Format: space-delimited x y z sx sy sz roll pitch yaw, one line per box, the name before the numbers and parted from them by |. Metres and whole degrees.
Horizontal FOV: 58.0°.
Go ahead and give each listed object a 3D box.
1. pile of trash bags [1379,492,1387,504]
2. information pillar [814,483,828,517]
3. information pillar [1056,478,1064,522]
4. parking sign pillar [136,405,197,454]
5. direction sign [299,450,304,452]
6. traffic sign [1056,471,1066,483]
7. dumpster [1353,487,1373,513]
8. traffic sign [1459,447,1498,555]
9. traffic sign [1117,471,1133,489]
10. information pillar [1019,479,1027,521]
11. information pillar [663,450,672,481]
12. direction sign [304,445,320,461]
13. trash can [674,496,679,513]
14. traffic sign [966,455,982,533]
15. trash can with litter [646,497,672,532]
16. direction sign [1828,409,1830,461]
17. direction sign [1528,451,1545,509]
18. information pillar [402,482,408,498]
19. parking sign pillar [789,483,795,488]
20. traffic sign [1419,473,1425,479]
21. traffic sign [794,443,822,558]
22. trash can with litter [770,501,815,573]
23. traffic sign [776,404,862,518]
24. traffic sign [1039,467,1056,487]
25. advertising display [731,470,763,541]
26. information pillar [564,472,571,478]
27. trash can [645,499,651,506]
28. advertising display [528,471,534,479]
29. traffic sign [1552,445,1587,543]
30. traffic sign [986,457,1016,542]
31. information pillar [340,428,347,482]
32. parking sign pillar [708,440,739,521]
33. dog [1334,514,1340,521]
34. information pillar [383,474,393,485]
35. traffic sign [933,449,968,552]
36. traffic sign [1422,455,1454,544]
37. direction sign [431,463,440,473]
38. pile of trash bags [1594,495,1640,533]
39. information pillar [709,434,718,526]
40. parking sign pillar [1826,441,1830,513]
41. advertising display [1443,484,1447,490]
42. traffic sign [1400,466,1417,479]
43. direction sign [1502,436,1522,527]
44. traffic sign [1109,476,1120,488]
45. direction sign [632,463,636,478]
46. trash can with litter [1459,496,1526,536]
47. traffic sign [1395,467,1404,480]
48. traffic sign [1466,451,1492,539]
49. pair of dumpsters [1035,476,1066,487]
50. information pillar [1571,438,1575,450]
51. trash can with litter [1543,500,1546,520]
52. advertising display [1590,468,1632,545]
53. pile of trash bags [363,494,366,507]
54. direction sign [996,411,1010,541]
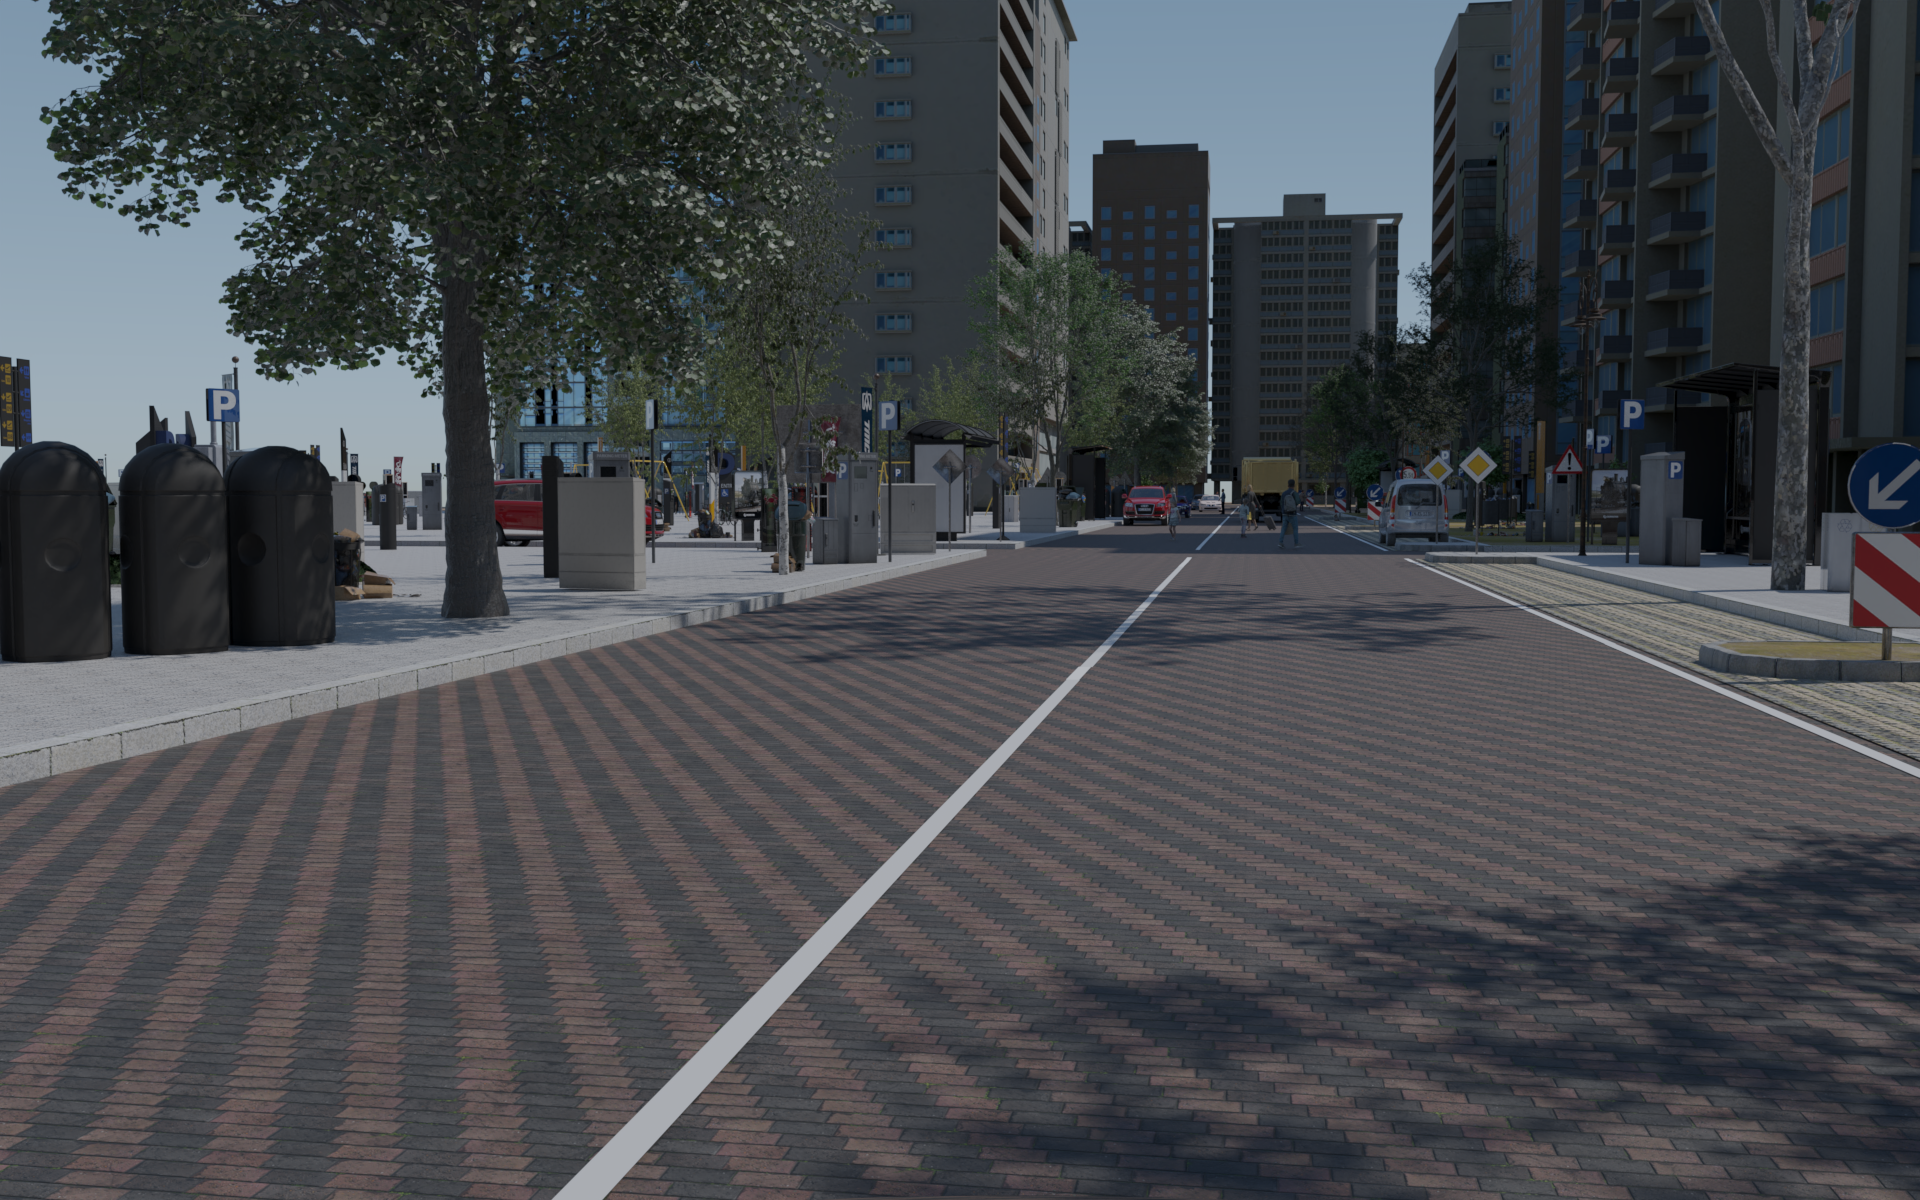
pile of trash bags | 23.240 -5.130 93.620 1.912 1.369 3.447 1 4 22
information pillar | -3.807 -2.627 47.444 0.304 2.012 0.304 -2 4 -29
information pillar | 4.591 -4.610 79.873 0.304 2.012 0.304 1 4 15
parking sign pillar | -24.556 -3.970 53.388 1.447 3.967 1.447 -1 4 -11
direction sign | -33.567 -5.952 89.312 0.876 3.537 0.379 -2 4 -23
traffic sign | 5.615 -5.964 97.614 0.768 2.556 0.104 1 4 15
dumpster | 26.969 -6.904 115.378 1.502 2.255 1.985 1 4 10
traffic sign | 10.959 -2.021 36.687 0.795 2.450 0.064 1 4 9
traffic sign | 9.270 -5.960 97.444 0.884 2.594 0.081 1 4 16
information pillar | 3.033 -4.819 83.286 0.304 2.012 0.304 3 5 41
information pillar | -15.401 -6.114 91.321 0.504 3.616 0.183 -3 4 -36
direction sign | -29.606 -5.359 79.611 0.379 3.537 0.876 0 4 7
trash can | -19.875 -6.650 120.379 0.748 1.137 0.748 0 3 0
traffic sign | 0.329 -3.479 56.987 0.768 2.556 0.104 1 4 19
trash can with litter | -10.338 -2.915 59.054 0.624 1.170 1.055 2 4 25
direction sign | 23.189 -3.326 46.379 0.379 3.537 0.876 1 4 22
direction sign | 30.066 -6.018 90.398 0.379 3.537 0.876 -3 5 -44
information pillar | -34.034 -6.216 106.118 0.304 2.012 0.304 -2 4 -34
parking sign pillar | -11.482 -8.239 123.186 1.447 3.967 1.447 -2 4 -33
traffic sign | 26.654 -6.094 99.636 0.884 2.594 0.081 1 4 18
traffic sign | -3.032 -1.983 34.555 0.606 2.300 0.079 1 4 16
trash can with litter | -2.778 -1.050 28.560 0.624 1.170 1.055 0 4 6
traffic sign | -3.125 -2.784 39.390 2.265 3.308 0.079 1 4 17
traffic sign | 4.143 -5.009 81.908 0.884 2.594 0.081 1 4 17
advertising display | -5.798 -2.574 47.294 0.974 1.923 0.123 -3 5 -42
information pillar | -13.347 -3.322 58.810 0.304 2.012 0.304 -1 4 -11
trash can | -8.979 -2.240 48.278 0.748 1.137 0.748 0 3 0
advertising display | -12.130 -2.680 49.038 0.123 1.923 0.974 -1 4 -16
traffic sign | 15.976 -2.780 45.451 0.884 2.594 0.081 1 4 15
traffic sign | 1.095 -2.618 46.453 0.795 2.450 0.064 1 4 9
information pillar | -21.786 -4.275 61.250 0.183 3.616 0.504 0 4 -6
parking sign pillar | -11.193 -5.709 81.806 1.447 3.967 1.447 -2 4 -28
dog | 19.836 -4.324 90.889 0.748 0.427 0.550 -2 4 -30
information pillar | -21.377 -3.687 64.781 0.304 2.012 0.304 -3 4 -39
traffic sign | -0.226 -2.137 38.577 0.795 2.450 0.064 1 4 9
traffic sign | 12.280 -2.503 44.563 0.795 2.450 0.064 1 4 9
direction sign | -37.939 -8.160 125.420 0.379 3.537 0.876 2 4 27
pile of trash bags | 21.846 -2.810 55.698 1.912 1.369 3.447 -3 5 -42
information pillar | -9.602 -4.655 67.459 0.183 3.616 0.504 2 4 27
parking sign pillar | 25.636 -3.874 51.814 1.447 3.967 1.447 2 4 35
advertising display | 30.603 -6.445 110.588 0.974 1.923 0.123 3 5 41
traffic sign | 20.670 -4.881 79.910 0.768 2.556 0.104 1 4 13
direction sign | 21.479 -4.615 67.446 0.379 3.537 0.876 -2 4 -35
traffic sign | 10.706 -7.333 120.003 0.768 2.556 0.104 1 4 12
direction sign | -23.644 -8.177 125.687 0.379 3.537 0.876 -2 4 -26
trash can with litter | 16.618 -2.567 53.027 2.233 1.210 1.678 2 4 30
traffic sign | 20.768 -4.955 81.127 0.768 2.556 0.104 1 4 15
traffic sign | 14.919 -3.045 49.890 0.768 2.556 0.104 1 4 16
pair of dumpsters | 4.704 -5.358 90.099 1.574 2.255 4.437 1 4 10
information pillar | 25.437 -4.934 72.022 0.183 3.616 0.504 1 4 10
trash can with litter | 29.071 -4.564 86.003 0.624 1.170 1.055 -2 4 -29
advertising display | 16.407 -2.353 43.690 0.974 1.923 0.123 2 4 25
pile of trash bags | -35.773 -5.586 101.089 1.912 1.369 3.447 3 4 38
direction sign | 1.196 -3.417 47.868 0.379 3.537 0.876 1 4 17
